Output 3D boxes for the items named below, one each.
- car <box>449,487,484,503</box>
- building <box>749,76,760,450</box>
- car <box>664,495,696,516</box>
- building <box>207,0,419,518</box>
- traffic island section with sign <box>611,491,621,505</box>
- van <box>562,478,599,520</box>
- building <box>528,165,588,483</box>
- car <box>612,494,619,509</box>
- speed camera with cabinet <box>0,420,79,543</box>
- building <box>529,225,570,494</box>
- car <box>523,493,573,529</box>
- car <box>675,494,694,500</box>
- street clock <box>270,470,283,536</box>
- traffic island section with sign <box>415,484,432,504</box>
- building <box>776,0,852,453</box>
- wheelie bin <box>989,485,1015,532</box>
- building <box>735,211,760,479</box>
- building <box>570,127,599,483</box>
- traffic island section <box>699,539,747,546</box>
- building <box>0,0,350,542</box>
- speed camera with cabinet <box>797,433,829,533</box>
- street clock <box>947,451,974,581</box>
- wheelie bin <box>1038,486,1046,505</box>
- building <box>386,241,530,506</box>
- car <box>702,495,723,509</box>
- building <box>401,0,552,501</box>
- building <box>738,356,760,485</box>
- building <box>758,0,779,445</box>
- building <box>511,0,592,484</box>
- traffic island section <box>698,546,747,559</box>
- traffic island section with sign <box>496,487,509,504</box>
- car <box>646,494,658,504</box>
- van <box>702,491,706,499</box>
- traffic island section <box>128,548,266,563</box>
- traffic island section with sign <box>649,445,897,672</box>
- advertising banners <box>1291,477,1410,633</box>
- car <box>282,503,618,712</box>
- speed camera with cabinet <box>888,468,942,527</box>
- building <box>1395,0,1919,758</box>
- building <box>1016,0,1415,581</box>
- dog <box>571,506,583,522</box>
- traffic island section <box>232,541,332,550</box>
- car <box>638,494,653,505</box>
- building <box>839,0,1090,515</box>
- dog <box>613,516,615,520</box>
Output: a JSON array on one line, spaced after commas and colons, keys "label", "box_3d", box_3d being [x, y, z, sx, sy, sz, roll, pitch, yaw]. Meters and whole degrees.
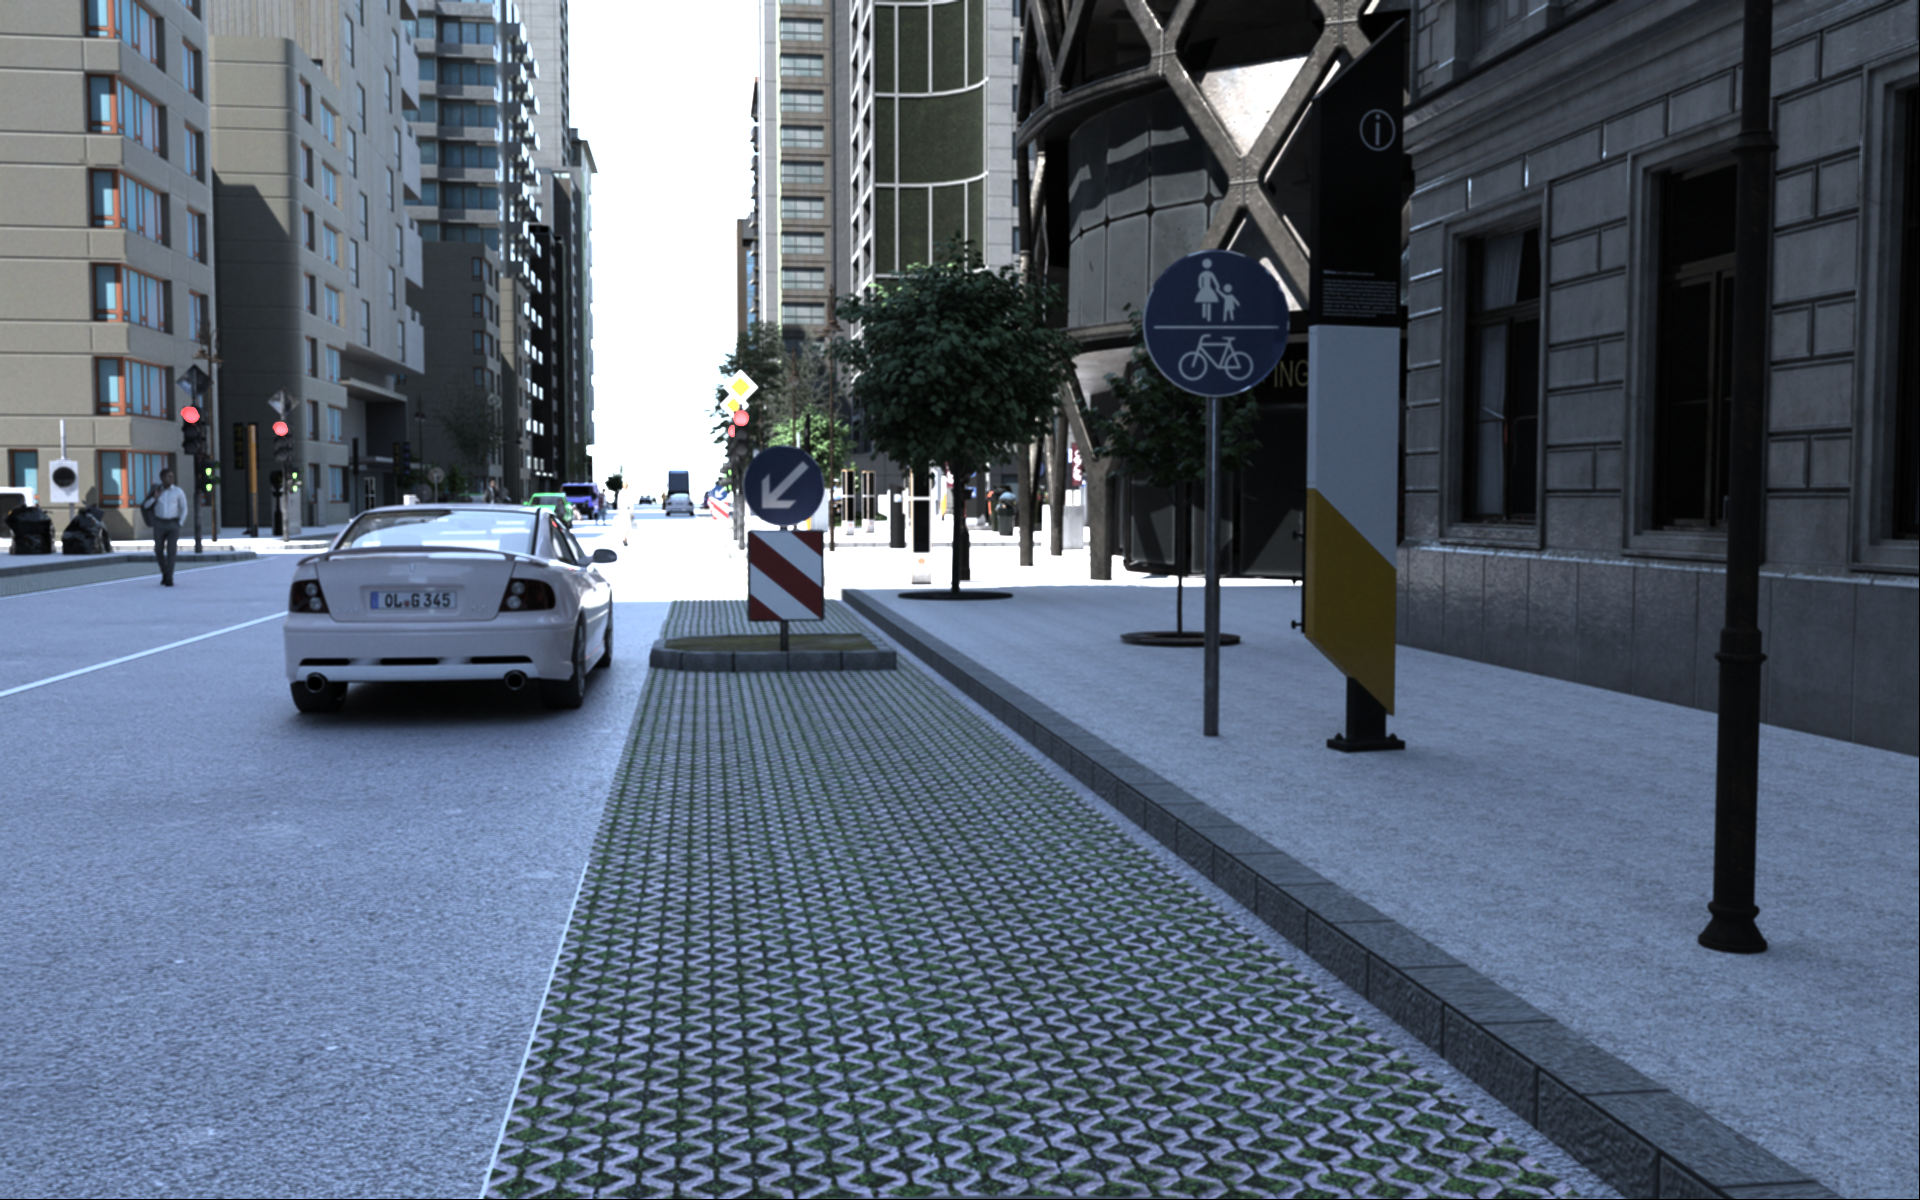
[{"label": "car", "box_3d": [-22.600, -4.375, 80.329, 1.959, 1.807, 4.718, 0, 4, -8]}, {"label": "building", "box_3d": [-10.787, -32.252, 181.945, 22.147, 44.769, 28.867, -1, 4, -8]}, {"label": "car", "box_3d": [-18.560, -6.265, 114.787, 2.083, 1.381, 4.827, -1, 4, -9]}, {"label": "building", "box_3d": [-44.707, -30.820, 93.153, 28.713, 52.752, 27.495, -1, 4, -8]}, {"label": "traffic island section with sign", "box_3d": [-44.263, -13.228, 224.902, 1.989, 1.847, 2.006, -1, 4, -8]}, {"label": "van", "box_3d": [-21.387, -5.678, 97.227, 2.240, 2.365, 5.245, 0, 4, -7]}, {"label": "building", "box_3d": [-52.788, -32.154, 209.305, 14.154, 41.232, 14.086, -1, 4, -8]}, {"label": "car", "box_3d": [-31.921, -9.428, 163.929, 2.009, 1.686, 4.222, 0, 4, -7]}, {"label": "speed camera with cabinet", "box_3d": [-24.414, -3.143, 45.723, 2.038, 3.252, 0.660, -2, 4, -25]}, {"label": "building", "box_3d": [-49.402, -25.218, 184.022, 14.160, 30.474, 14.107, -1, 4, -8]}, {"label": "car", "box_3d": [-16.955, -3.830, 71.417, 1.959, 1.807, 4.718, -1, 4, -10]}, {"label": "car", "box_3d": [-24.515, -8.605, 152.487, 2.131, 1.459, 4.920, 0, 4, -7]}, {"label": "street clock", "box_3d": [-20.837, -2.957, 52.921, 0.358, 2.002, 0.471, 1, 4, 13]}, {"label": "traffic island section with sign", "box_3d": [-21.054, -3.629, 67.956, 1.989, 1.847, 2.006, -1, 4, -8]}, {"label": "building", "box_3d": [-6.930, -27.443, 132.292, 14.154, 41.232, 14.086, -1, 4, -8]}, {"label": "wheelie bin", "box_3d": [1.428, -3.079, 58.252, 0.980, 1.594, 0.693, 2, 4, 32]}, {"label": "building", "box_3d": [-28.296, -38.116, 273.304, 14.600, 45.320, 14.200, -1, 4, -8]}, {"label": "building", "box_3d": [-67.213, -40.443, 250.488, 28.713, 52.752, 27.495, -1, 4, -8]}, {"label": "traffic island section", "box_3d": [-6.095, -1.524, 47.192, 2.009, 0.180, 2.903, -1, 4, -8]}, {"label": "building", "box_3d": [-38.167, -13.059, 58.550, 27.650, 21.520, 28.899, -1, 4, -8]}, {"label": "speed camera with cabinet", "box_3d": [-5.076, -3.826, 56.895, 0.660, 3.252, 2.038, 2, 4, 27]}, {"label": "street clock", "box_3d": [0.033, -1.282, 25.531, 0.358, 2.002, 0.471, -2, 4, -34]}, {"label": "wheelie bin", "box_3d": [2.950, -3.770, 69.547, 0.980, 1.594, 0.693, -2, 4, -35]}, {"label": "building", "box_3d": [-48.385, -17.524, 131.561, 27.650, 21.520, 28.899, -1, 4, -8]}, {"label": "car", "box_3d": [-22.501, -8.860, 157.439, 1.945, 1.354, 3.894, 0, 4, -8]}, {"label": "building", "box_3d": [-51.049, -33.096, 160.732, 23.786, 49.044, 30.456, -1, 4, -8]}, {"label": "building", "box_3d": [-15.225, -23.502, 229.299, 27.650, 21.520, 28.899, -1, 4, -8]}, {"label": "building", "box_3d": [-7.230, -37.374, 153.058, 21.231, 58.520, 28.212, -1, 4, -8]}, {"label": "building", "box_3d": [-59.107, -48.159, 225.656, 20.563, 71.187, 20.611, -1, 4, -8]}, {"label": "traffic island section", "box_3d": [-4.926, -1.040, 39.293, 2.009, 0.180, 2.903, -1, 4, -8]}, {"label": "traffic island section with sign", "box_3d": [-25.021, -5.271, 94.809, 1.989, 1.847, 2.006, -1, 4, -8]}, {"label": "car", "box_3d": [-47.070, -15.532, 264.174, 2.015, 1.641, 3.980, 0, 4, -7]}, {"label": "van", "box_3d": [-32.400, -13.280, 224.133, 2.013, 2.044, 4.112, -1, 4, -8]}, {"label": "traffic island section", "box_3d": [-16.543, -0.936, 37.586, 2.009, 0.180, 2.903, -1, 4, -8]}, {"label": "traffic island section with sign", "box_3d": [-1.640, -0.378, 14.805, 1.989, 1.847, 2.006, -1, 4, -8]}, {"label": "advertising banners", "box_3d": [4.077, -1.220, 16.135, 2.074, 3.025, 0.090, -1, 4, -14]}, {"label": "car", "box_3d": [-3.628, -0.030, 12.845, 2.083, 1.381, 4.827, 0, 4, -7]}, {"label": "speed camera with cabinet", "box_3d": [-1.739, -4.416, 66.545, 2.038, 3.252, 0.660, 1, 4, 20]}, {"label": "building", "box_3d": [9.669, -8.660, 6.222, 10.561, 19.102, 19.286, -1, 4, -8]}, {"label": "building", "box_3d": [9.200, -9.958, 30.258, 16.820, 18.784, 16.811, -1, 4, -8]}, {"label": "dog", "box_3d": [-19.832, -4.481, 90.098, 0.513, 0.831, 0.800, -3, 5, -43]}, {"label": "traffic island section", "box_3d": [-17.711, -1.419, 45.485, 2.009, 0.180, 2.903, -1, 4, -8]}, {"label": "car", "box_3d": [-43.428, -14.021, 239.035, 2.009, 1.686, 4.222, 0, 4, -7]}, {"label": "building", "box_3d": [1.892, -41.064, 109.645, 20.563, 71.187, 20.611, -1, 4, -8]}, {"label": "dog", "box_3d": [-16.222, -3.793, 82.205, 0.748, 0.427, 0.550, -2, 4, -34]}]
